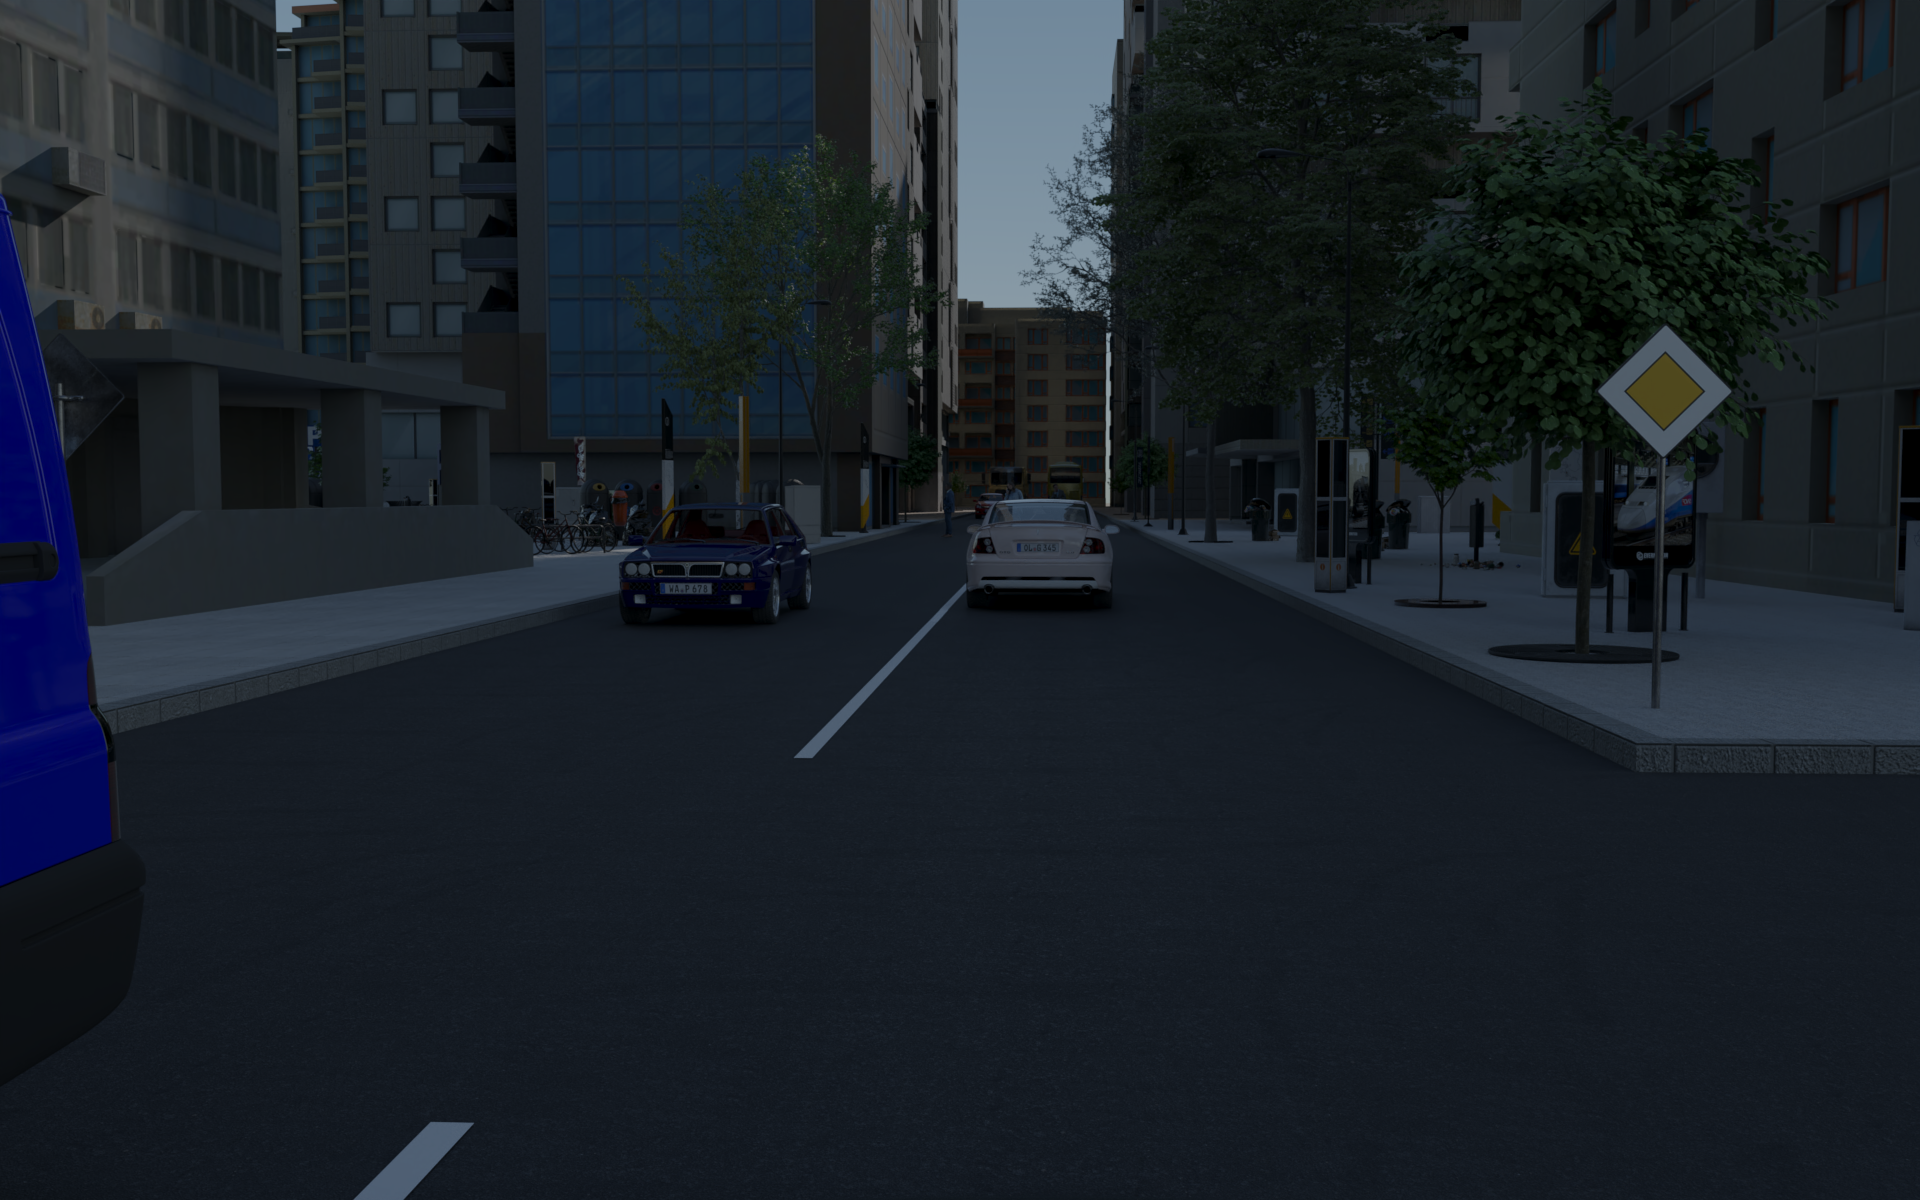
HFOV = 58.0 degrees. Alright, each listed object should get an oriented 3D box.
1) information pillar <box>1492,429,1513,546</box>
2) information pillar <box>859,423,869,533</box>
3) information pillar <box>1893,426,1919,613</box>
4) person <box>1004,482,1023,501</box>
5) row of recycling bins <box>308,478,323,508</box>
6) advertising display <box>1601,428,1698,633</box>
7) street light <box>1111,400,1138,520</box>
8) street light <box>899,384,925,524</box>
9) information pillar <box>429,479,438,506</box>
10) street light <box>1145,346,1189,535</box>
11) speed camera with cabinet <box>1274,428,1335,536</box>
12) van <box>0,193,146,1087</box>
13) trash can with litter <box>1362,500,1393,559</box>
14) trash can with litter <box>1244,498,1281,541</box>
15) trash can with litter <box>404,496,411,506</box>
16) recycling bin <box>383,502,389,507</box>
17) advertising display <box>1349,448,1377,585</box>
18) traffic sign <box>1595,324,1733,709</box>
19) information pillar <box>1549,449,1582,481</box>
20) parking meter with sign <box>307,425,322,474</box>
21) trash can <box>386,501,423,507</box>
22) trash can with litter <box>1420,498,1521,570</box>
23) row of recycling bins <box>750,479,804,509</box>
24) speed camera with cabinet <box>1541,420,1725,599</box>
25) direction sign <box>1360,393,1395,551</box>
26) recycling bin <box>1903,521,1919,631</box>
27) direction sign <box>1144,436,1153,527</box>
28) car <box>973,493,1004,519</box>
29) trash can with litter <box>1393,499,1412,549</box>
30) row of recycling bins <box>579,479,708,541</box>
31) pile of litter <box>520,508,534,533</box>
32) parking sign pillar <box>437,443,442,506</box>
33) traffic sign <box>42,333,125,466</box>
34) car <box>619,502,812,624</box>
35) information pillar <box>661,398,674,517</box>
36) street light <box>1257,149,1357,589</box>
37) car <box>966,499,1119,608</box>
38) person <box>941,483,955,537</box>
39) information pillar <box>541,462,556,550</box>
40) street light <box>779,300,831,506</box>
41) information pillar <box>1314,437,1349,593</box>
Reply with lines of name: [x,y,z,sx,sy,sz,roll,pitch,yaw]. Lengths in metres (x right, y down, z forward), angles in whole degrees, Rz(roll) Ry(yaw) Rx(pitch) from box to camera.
information pillar: [13.412,-3.142,42.719,0.504,3.616,0.183,2,4,31]
information pillar: [-3.133,-4.013,56.969,0.183,3.616,0.504,1,4,22]
information pillar: [10.320,-0.870,18.722,0.304,2.012,0.304,3,5,39]
person: [1.633,-2.571,50.803,0.793,1.790,0.793,0,4,-5]
row of recycling bins: [-16.349,-2.173,42.643,3.534,1.692,1.069,1,4,14]
advertising display: [6.407,-0.666,16.095,0.974,1.923,0.123,-1,4,-19]
street light: [8.108,-6.897,85.314,1.470,5.913,1.316,0,4,3]
street light: [-2.151,-6.142,72.955,1.470,5.913,1.316,0,4,3]
information pillar: [-25.782,-4.914,84.844,0.304,2.012,0.304,3,5,40]
street light: [6.485,-5.005,54.373,1.470,5.913,1.316,0,4,3]
speed camera with cabinet: [10.531,-3.544,52.284,2.038,3.252,0.660,3,4,37]
van: [-2.683,0.209,0.973,2.240,2.365,5.245,0,4,1]
trash can with litter: [7.912,-1.399,34.262,0.624,1.170,1.055,-2,4,-26]
trash can with litter: [8.287,-2.196,47.293,0.624,1.170,1.055,3,5,41]
trash can with litter: [-21.960,-3.541,68.948,1.678,1.210,2.233,-2,4,-29]
recycling bin: [-17.490,-2.444,52.520,0.722,1.027,0.722,0,4,-2]
advertising display: [5.635,-1.204,24.892,0.123,1.923,0.974,-1,4,-22]
traffic sign: [4.161,-0.408,10.307,0.795,2.450,0.064,0,4,3]
information pillar: [9.302,-2.158,26.642,0.504,3.616,0.183,0,4,7]
parking meter with sign: [-16.259,-2.959,44.647,0.543,3.016,1.738,0,4,1]
trash can: [-11.718,-1.523,36.554,0.748,1.137,0.748,0,3,0]
trash can with litter: [8.916,-1.170,30.194,1.678,1.210,2.233,1,4,14]
row of recycling bins: [-5.261,-2.583,49.342,1.069,1.692,3.534,-2,4,-24]
speed camera with cabinet: [8.248,-1.647,21.266,2.038,3.252,0.660,1,4,17]
direction sign: [9.363,-2.867,38.865,0.876,3.537,0.379,3,5,44]
recycling bin: [9.392,-0.226,16.252,0.722,1.027,0.722,-3,4,-37]
direction sign: [7.447,-4.673,68.401,0.379,3.537,0.876,0,4,1]
car: [1.860,-5.686,102.009,2.155,1.783,4.494,0,4,4]
trash can with litter: [10.068,-1.774,40.398,0.624,1.170,1.055,-1,4,-17]
row of recycling bins: [-8.729,-2.488,47.784,3.534,1.692,1.069,0,4,-3]
pile of litter: [-13.834,-2.473,54.407,1.176,0.858,1.719,-1,4,-19]
parking sign pillar: [-19.587,-4.757,66.249,1.447,3.967,1.447,-2,4,-31]
traffic sign: [-5.617,-0.441,10.860,0.795,2.450,0.064,0,4,3]
car: [-2.805,-0.474,20.333,1.945,1.354,3.894,0,4,3]
information pillar: [-7.184,-3.131,42.546,0.183,3.616,0.504,1,4,16]
street light: [4.692,-3.113,23.441,1.470,5.913,1.316,0,4,3]
car: [1.098,-0.661,23.170,2.083,1.381,4.827,0,4,4]
person: [-0.378,-2.997,57.683,0.419,1.800,0.721,-1,4,-9]
information pillar: [-9.441,-2.156,39.738,0.304,2.012,0.304,-1,4,-17]
street light: [-3.773,-4.224,41.606,1.470,5.913,1.316,0,4,3]
information pillar: [4.828,-1.102,22.512,0.304,2.012,0.304,-2,4,-32]
